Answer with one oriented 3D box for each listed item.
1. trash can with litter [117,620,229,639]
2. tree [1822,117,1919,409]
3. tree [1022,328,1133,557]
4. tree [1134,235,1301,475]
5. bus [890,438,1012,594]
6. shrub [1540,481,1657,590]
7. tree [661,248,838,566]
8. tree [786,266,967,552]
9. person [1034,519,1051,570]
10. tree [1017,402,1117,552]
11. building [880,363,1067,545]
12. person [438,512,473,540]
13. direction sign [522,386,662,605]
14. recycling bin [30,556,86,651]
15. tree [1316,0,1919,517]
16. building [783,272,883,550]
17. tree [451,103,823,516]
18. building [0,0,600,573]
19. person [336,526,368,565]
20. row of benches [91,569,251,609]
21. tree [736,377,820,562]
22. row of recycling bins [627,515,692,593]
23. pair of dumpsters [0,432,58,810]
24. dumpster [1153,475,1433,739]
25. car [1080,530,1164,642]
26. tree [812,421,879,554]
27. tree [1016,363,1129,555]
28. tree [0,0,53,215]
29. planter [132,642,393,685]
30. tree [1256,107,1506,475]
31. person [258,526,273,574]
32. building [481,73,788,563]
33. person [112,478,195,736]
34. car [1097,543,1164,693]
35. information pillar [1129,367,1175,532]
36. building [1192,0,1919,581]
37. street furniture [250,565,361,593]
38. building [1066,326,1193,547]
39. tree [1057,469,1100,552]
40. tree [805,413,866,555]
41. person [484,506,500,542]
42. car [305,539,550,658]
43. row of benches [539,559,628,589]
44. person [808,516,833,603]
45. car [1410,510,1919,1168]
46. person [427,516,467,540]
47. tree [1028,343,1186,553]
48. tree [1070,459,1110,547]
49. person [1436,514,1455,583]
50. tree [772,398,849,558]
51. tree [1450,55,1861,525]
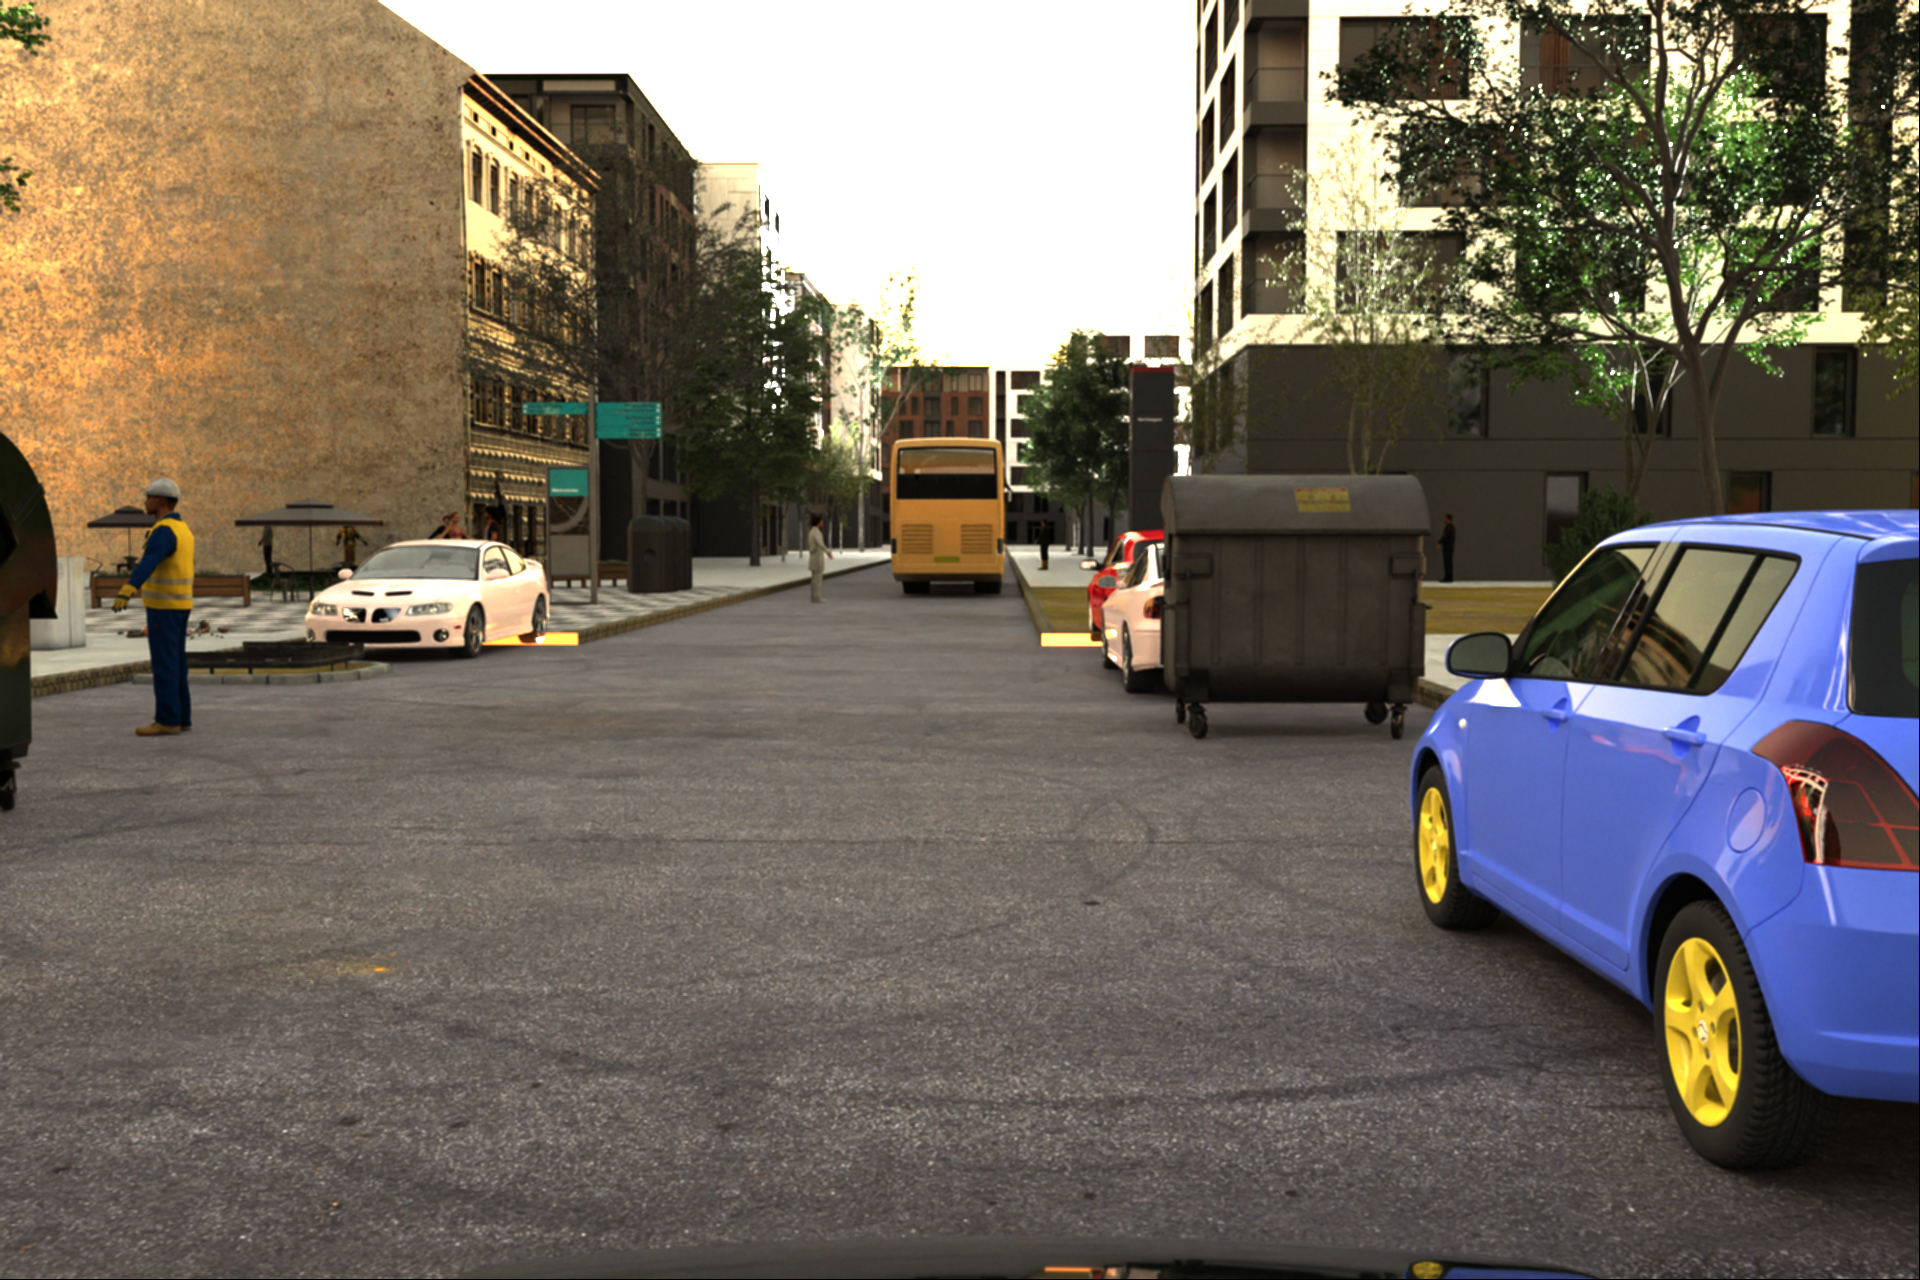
[{"bbox_3d":[-9.921,-0.681,22.189,1.678,1.210,2.233,0,4,1],"label":"trash can with litter"},{"bbox_3d":[16.740,-4.829,29.315,4.737,8.622,4.395,0,3,0],"label":"tree"},{"bbox_3d":[6.846,-10.877,95.966,7.486,12.596,7.792,0,3,0],"label":"tree"},{"bbox_3d":[5.811,-5.701,43.577,4.360,8.622,3.978,0,3,0],"label":"tree"},{"bbox_3d":[-0.105,-3.235,44.435,2.896,3.916,12.252,0,4,2],"label":"bus"},{"bbox_3d":[9.534,-1.320,25.630,1.661,2.075,1.752,0,3,0],"label":"shrub"},{"bbox_3d":[-8.463,-9.228,69.000,7.486,12.596,7.792,0,3,0],"label":"tree"},{"bbox_3d":[-5.546,-16.239,121.394,12.611,20.169,13.585,0,3,0],"label":"tree"},{"bbox_3d":[2.992,-3.417,62.002,0.704,1.812,1.346,2,4,24],"label":"person"},{"bbox_3d":[8.060,-12.329,127.331,9.928,11.665,9.643,0,3,0],"label":"tree"},{"bbox_3d":[0.967,-22.823,219.593,32.646,21.610,27.936,0,4,-2],"label":"building"},{"bbox_3d":[-10.385,-1.777,35.853,0.721,1.733,1.217,2,4,32],"label":"person"},{"bbox_3d":[-6.627,-2.638,31.900,2.525,3.948,1.411,0,4,2],"label":"direction sign"},{"bbox_3d":[-10.329,-0.419,19.398,0.722,1.027,0.722,0,4,2],"label":"recycling bin"},{"bbox_3d":[8.660,-5.224,19.828,8.767,10.594,7.601,0,4,-5],"label":"tree"},{"bbox_3d":[-22.051,-18.842,152.049,27.936,21.610,32.646,0,4,2],"label":"building"},{"bbox_3d":[-9.129,-8.511,49.520,12.009,13.543,11.850,0,3,0],"label":"tree"},{"bbox_3d":[-25.212,-14.369,65.864,19.493,23.208,18.063,0,4,2],"label":"building"},{"bbox_3d":[-19.834,-3.092,56.325,1.354,1.858,0.705,2,4,27],"label":"person"},{"bbox_3d":[-14.587,-0.898,30.144,4.104,0.672,1.422,-1,4,-18],"label":"row of benches"},{"bbox_3d":[-8.290,-7.939,80.164,4.737,8.622,4.395,0,3,0],"label":"tree"},{"bbox_3d":[-6.732,-1.963,39.213,1.069,1.692,3.534,0,4,3],"label":"row of recycling bins"},{"bbox_3d":[-6.967,-0.214,8.453,4.436,2.255,1.574,0,4,1],"label":"pair of dumpsters"},{"bbox_3d":[2.376,-0.267,12.578,1.865,1.857,1.264,0,4,1],"label":"dumpster"},{"bbox_3d":[2.618,-0.782,21.828,2.155,1.783,4.494,0,3,0],"label":"car"},{"bbox_3d":[-7.357,-9.779,110.250,4.737,8.622,4.395,0,3,0],"label":"tree"},{"bbox_3d":[7.372,-11.046,106.356,9.928,11.665,9.643,0,3,0],"label":"tree"},{"bbox_3d":[-13.022,-5.556,16.596,9.928,11.665,9.643,0,3,0],"label":"tree"},{"bbox_3d":[-6.880,0.225,17.465,1.991,0.319,1.994,0,4,2],"label":"planter"},{"bbox_3d":[6.821,-4.888,30.288,4.360,8.622,3.978,0,3,0],"label":"tree"},{"bbox_3d":[-21.783,-2.953,54.406,0.705,1.813,1.348,-1,4,-10],"label":"person"},{"bbox_3d":[-25.038,-15.264,93.538,27.936,21.610,32.646,0,4,1],"label":"building"},{"bbox_3d":[-5.734,-0.246,12.450,0.705,1.833,1.349,0,4,-7],"label":"person"},{"bbox_3d":[2.425,-0.283,16.984,2.083,1.381,4.827,0,4,1],"label":"car"},{"bbox_3d":[2.990,-2.309,27.124,0.750,3.857,0.750,0,4,0],"label":"information pillar"},{"bbox_3d":[22.134,-13.364,62.484,27.936,21.610,32.646,0,4,2],"label":"building"},{"bbox_3d":[-13.958,-1.639,42.420,5.734,0.657,10.072,0,4,-4],"label":"street furniture"},{"bbox_3d":[25.306,-20.949,186.493,27.936,21.610,32.646,0,4,2],"label":"building"},{"bbox_3d":[7.847,-10.418,120.698,4.360,8.622,3.978,0,3,0],"label":"tree"},{"bbox_3d":[-7.965,-9.442,104.746,4.360,8.622,3.978,0,3,0],"label":"tree"},{"bbox_3d":[-8.927,-1.635,32.883,0.704,1.843,1.345,-1,4,-20],"label":"person"},{"bbox_3d":[-6.467,-0.558,21.493,2.083,1.381,4.827,0,4,2],"label":"car"},{"bbox_3d":[-8.667,-1.632,42.148,1.422,0.672,4.104,3,4,38],"label":"row of benches"},{"bbox_3d":[-2.971,-1.691,36.294,0.705,1.806,1.347,-1,4,-22],"label":"person"},{"bbox_3d":[2.535,0.268,5.204,1.945,1.707,3.694,0,4,1],"label":"car"},{"bbox_3d":[-14.720,-2.664,49.742,1.347,1.806,0.705,-1,4,-23],"label":"person"},{"bbox_3d":[7.332,-9.239,85.465,8.767,10.594,7.601,1,4,12],"label":"tree"},{"bbox_3d":[7.546,-9.945,112.966,4.360,8.622,3.978,0,3,0],"label":"tree"},{"bbox_3d":[12.908,-2.426,45.895,0.704,1.802,1.346,2,4,31],"label":"person"},{"bbox_3d":[-8.723,-8.679,92.257,4.360,8.622,3.978,0,3,0],"label":"tree"},{"bbox_3d":[14.764,-6.833,37.482,9.928,11.665,9.643,0,3,0],"label":"tree"}]
